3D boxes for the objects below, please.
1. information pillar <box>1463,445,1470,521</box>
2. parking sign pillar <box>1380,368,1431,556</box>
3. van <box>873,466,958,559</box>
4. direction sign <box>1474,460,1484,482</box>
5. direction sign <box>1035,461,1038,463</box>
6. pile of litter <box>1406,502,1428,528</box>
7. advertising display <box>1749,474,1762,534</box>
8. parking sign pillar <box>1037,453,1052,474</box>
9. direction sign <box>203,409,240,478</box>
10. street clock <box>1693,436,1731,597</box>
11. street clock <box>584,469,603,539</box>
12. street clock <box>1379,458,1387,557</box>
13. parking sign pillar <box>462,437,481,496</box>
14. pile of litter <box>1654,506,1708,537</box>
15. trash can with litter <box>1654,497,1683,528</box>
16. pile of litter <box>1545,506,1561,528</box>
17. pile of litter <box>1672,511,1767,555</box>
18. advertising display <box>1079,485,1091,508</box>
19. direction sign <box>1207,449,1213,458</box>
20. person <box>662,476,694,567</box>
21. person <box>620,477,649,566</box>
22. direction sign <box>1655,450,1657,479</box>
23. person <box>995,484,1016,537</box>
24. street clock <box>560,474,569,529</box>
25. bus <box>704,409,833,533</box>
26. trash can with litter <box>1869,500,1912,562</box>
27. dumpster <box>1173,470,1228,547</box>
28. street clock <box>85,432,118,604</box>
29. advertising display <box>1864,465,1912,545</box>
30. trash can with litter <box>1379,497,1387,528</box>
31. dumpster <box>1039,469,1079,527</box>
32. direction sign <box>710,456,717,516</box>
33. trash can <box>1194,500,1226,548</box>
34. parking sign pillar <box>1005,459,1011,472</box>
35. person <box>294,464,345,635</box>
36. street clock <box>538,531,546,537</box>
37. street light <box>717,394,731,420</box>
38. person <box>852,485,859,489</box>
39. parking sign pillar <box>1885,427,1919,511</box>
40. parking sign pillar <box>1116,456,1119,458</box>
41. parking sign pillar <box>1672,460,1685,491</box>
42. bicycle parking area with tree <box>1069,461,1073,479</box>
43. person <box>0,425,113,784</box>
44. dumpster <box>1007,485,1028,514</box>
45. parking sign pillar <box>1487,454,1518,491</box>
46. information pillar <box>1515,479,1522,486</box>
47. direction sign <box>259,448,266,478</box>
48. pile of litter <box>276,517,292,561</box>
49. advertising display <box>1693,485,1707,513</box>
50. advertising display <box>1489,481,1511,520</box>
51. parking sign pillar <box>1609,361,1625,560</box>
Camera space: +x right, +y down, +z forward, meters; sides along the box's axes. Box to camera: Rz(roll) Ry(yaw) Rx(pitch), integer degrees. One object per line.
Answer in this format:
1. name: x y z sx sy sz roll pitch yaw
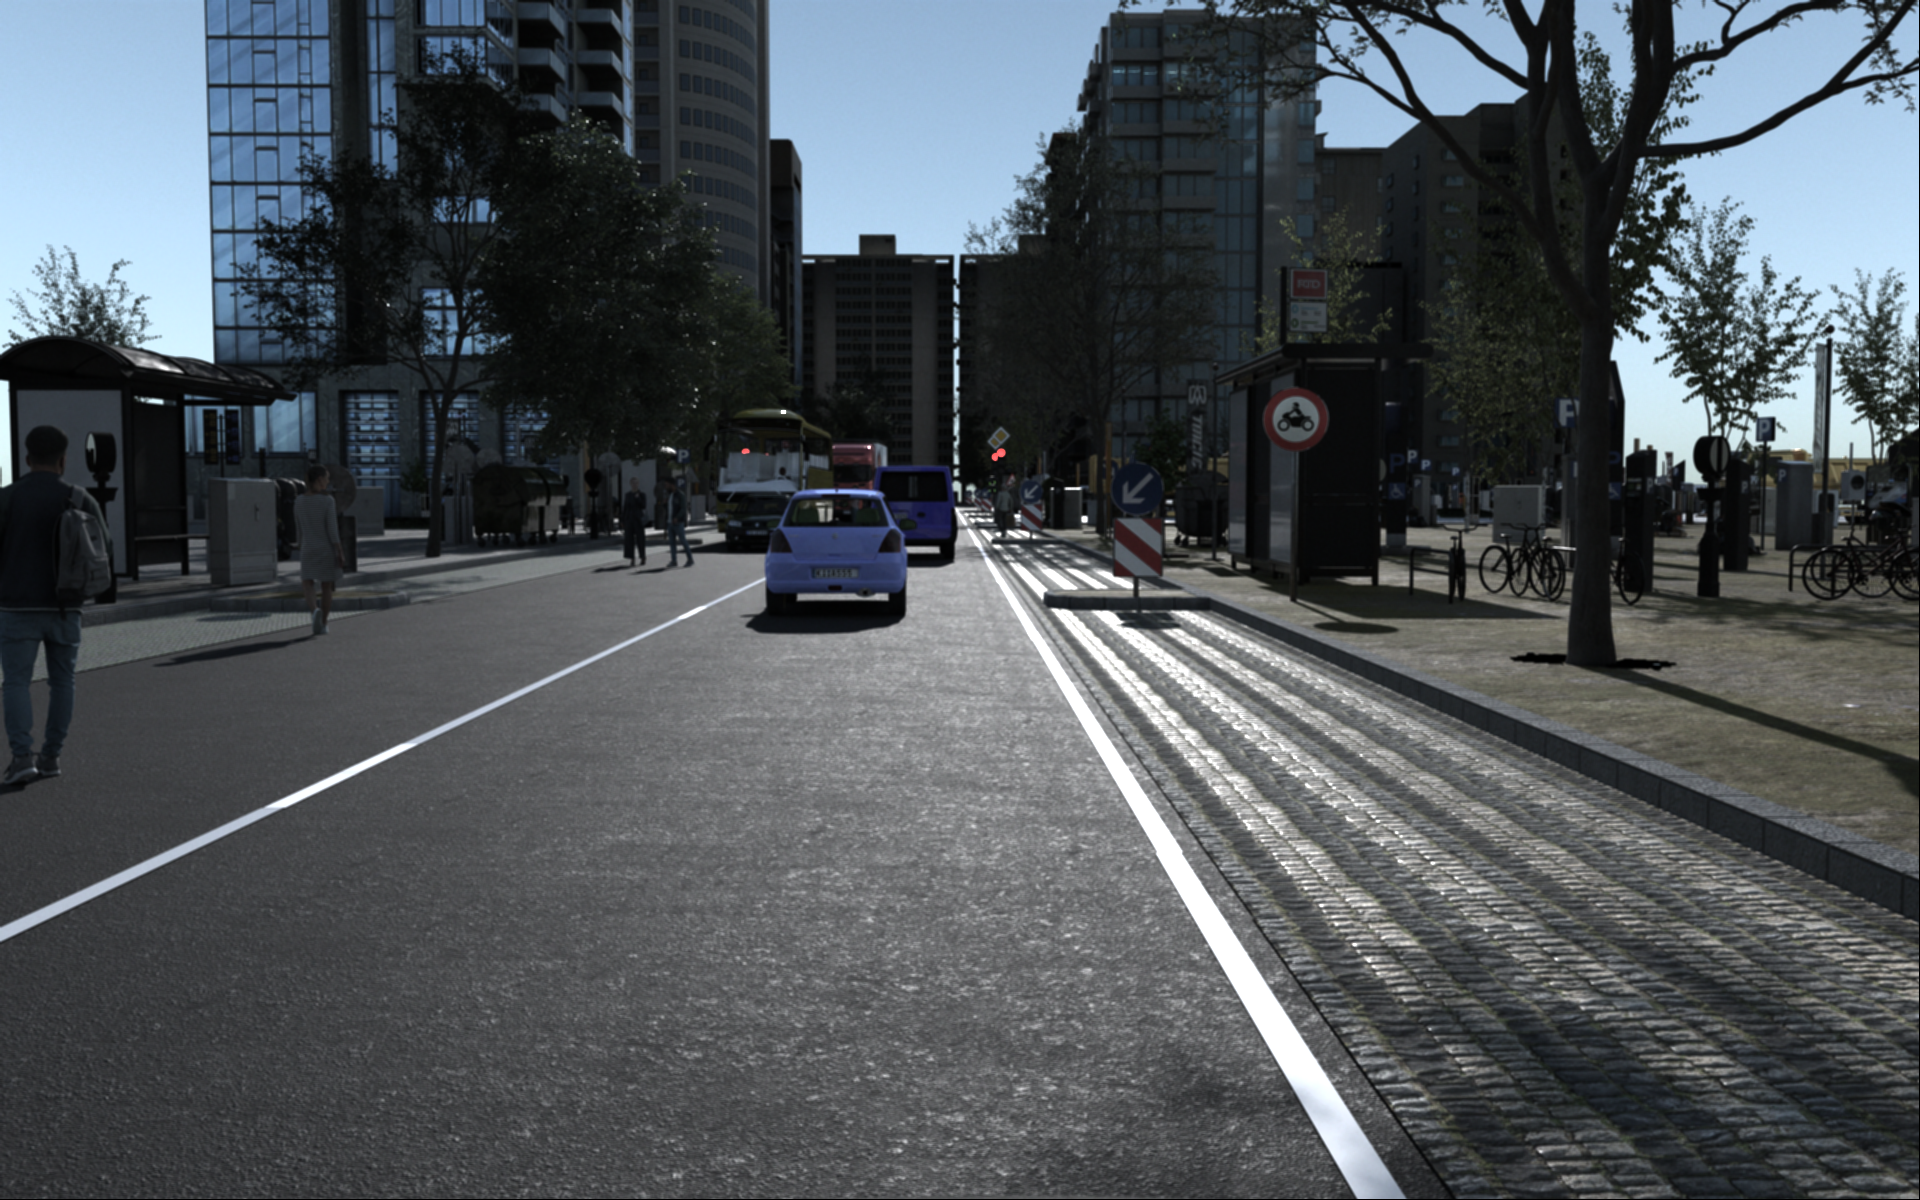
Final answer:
1. information pillar: 24.365 -5.621 83.265 0.183 3.616 0.504 -1 4 -9
2. parking sign pillar: 9.225 -2.940 36.539 1.447 3.967 1.447 1 4 14
3. van: -1.104 -2.175 39.945 2.240 2.365 5.245 0 4 -2
4. direction sign: 34.926 -7.621 116.598 0.876 3.537 0.379 -2 4 -33
5. direction sign: 5.273 -7.828 119.989 0.379 3.537 0.876 1 4 19
6. pile of litter: 17.302 -3.230 66.780 1.719 0.858 1.176 0 4 -6
7. advertising display: 25.263 -3.092 55.773 0.974 1.923 0.123 1 4 10
8. parking sign pillar: 5.213 -7.224 106.577 1.447 3.967 1.447 -1 4 -20
9. direction sign: -19.723 -3.322 46.316 0.876 3.537 0.379 -1 4 -22
10. street clock: 9.361 -1.042 21.604 0.471 2.002 0.358 -3 4 -36
11. street clock: -10.433 -2.738 49.335 0.471 2.002 0.358 0 4 4
12. street clock: 8.412 -1.867 35.093 0.471 2.002 0.358 -3 5 -42
13. parking sign pillar: -22.771 -5.676 81.275 1.447 3.967 1.447 2 4 30
14. pile of litter: 21.011 -2.286 51.342 1.176 0.858 1.719 -3 5 -40
15. trash can with litter: 25.837 -3.175 63.297 1.055 1.170 0.624 0 4 -7
16. pile of litter: 22.526 -3.158 65.595 1.176 0.858 1.719 3 4 36
17. pile of litter: 16.262 -1.405 36.935 1.719 0.858 1.176 2 4 31
18. advertising display: 8.910 -7.247 123.706 0.974 1.923 0.123 2 4 30
19. direction sign: 12.418 -5.787 86.620 0.876 3.537 0.379 1 4 18
20. person: -5.615 -1.550 34.190 0.623 1.781 0.721 2 4 31
21. person: -6.556 -1.588 34.880 0.576 1.772 0.534 0 4 -7
22. direction sign: 35.393 -5.930 88.947 0.876 3.537 0.379 -1 4 -19
23. person: 1.539 -2.998 58.010 0.782 1.767 0.515 -3 5 -42
24. street clock: -14.593 -3.627 63.877 0.358 2.002 0.471 -2 4 -30
25. bus: -5.617 -3.803 53.730 2.896 3.916 12.252 0 4 0
26. trash can with litter: 17.800 -1.304 32.711 1.055 1.170 0.624 -1 4 -16
27. dumpster: 5.997 -2.271 42.894 1.264 1.857 1.865 0 4 0
28. street clock: -10.056 -0.963 20.316 0.358 2.002 0.471 -3 5 -40
29. advertising display: 20.597 -2.033 38.460 0.123 1.923 0.974 -2 4 -33
30. trash can with litter: 16.023 -3.258 64.650 1.055 1.170 0.624 -3 5 -43
31. dumpster: 3.822 -3.980 67.573 1.502 2.255 1.985 0 4 0
32. direction sign: -14.309 -6.759 102.503 0.876 3.537 0.379 -1 4 -12
33. trash can: 5.969 -1.816 41.353 0.748 1.137 0.748 0 3 0
34. parking sign pillar: 3.700 -8.838 132.976 1.447 3.967 1.447 0 4 2
35. person: -6.490 -0.509 17.567 0.466 1.731 0.760 -2 4 -27
36. street clock: -12.417 -2.864 51.398 0.358 2.002 0.471 -1 4 -23
37. street light: -10.851 -6.541 79.739 0.468 5.910 1.993 0 4 0
38. person: -3.539 -3.098 59.743 0.643 1.750 0.593 0 4 2
39. parking sign pillar: 36.028 -4.745 66.046 1.447 3.967 1.447 1 4 8
40. parking sign pillar: 11.590 -8.167 121.999 1.447 3.967 1.447 1 4 17
41. parking sign pillar: 56.144 -9.019 135.934 1.447 3.967 1.447 0 4 5
42. bicycle parking area with tree: 12.165 -9.987 150.286 8.231 4.147 9.016 1 4 19
43. person: -4.640 0.005 8.764 0.721 1.781 0.623 3 5 40
44. dumpster: 3.675 -6.474 111.614 1.264 1.857 1.865 0 4 0
45. parking sign pillar: 36.522 -7.847 116.763 1.447 3.967 1.447 3 4 36
46. information pillar: 26.428 -4.741 82.007 0.304 2.012 0.304 1 4 9
47. direction sign: -34.142 -5.679 84.841 0.379 3.537 0.876 0 4 -6
48. pile of litter: -13.521 -1.189 33.401 1.176 0.858 1.719 0 4 7
49. advertising display: 50.306 -6.888 117.827 0.974 1.923 0.123 0 4 -2
50. advertising display: 26.171 -4.816 83.959 0.974 1.923 0.123 3 4 36
51. parking sign pillar: 12.889 -2.813 34.468 1.447 3.967 1.447 1 4 13
